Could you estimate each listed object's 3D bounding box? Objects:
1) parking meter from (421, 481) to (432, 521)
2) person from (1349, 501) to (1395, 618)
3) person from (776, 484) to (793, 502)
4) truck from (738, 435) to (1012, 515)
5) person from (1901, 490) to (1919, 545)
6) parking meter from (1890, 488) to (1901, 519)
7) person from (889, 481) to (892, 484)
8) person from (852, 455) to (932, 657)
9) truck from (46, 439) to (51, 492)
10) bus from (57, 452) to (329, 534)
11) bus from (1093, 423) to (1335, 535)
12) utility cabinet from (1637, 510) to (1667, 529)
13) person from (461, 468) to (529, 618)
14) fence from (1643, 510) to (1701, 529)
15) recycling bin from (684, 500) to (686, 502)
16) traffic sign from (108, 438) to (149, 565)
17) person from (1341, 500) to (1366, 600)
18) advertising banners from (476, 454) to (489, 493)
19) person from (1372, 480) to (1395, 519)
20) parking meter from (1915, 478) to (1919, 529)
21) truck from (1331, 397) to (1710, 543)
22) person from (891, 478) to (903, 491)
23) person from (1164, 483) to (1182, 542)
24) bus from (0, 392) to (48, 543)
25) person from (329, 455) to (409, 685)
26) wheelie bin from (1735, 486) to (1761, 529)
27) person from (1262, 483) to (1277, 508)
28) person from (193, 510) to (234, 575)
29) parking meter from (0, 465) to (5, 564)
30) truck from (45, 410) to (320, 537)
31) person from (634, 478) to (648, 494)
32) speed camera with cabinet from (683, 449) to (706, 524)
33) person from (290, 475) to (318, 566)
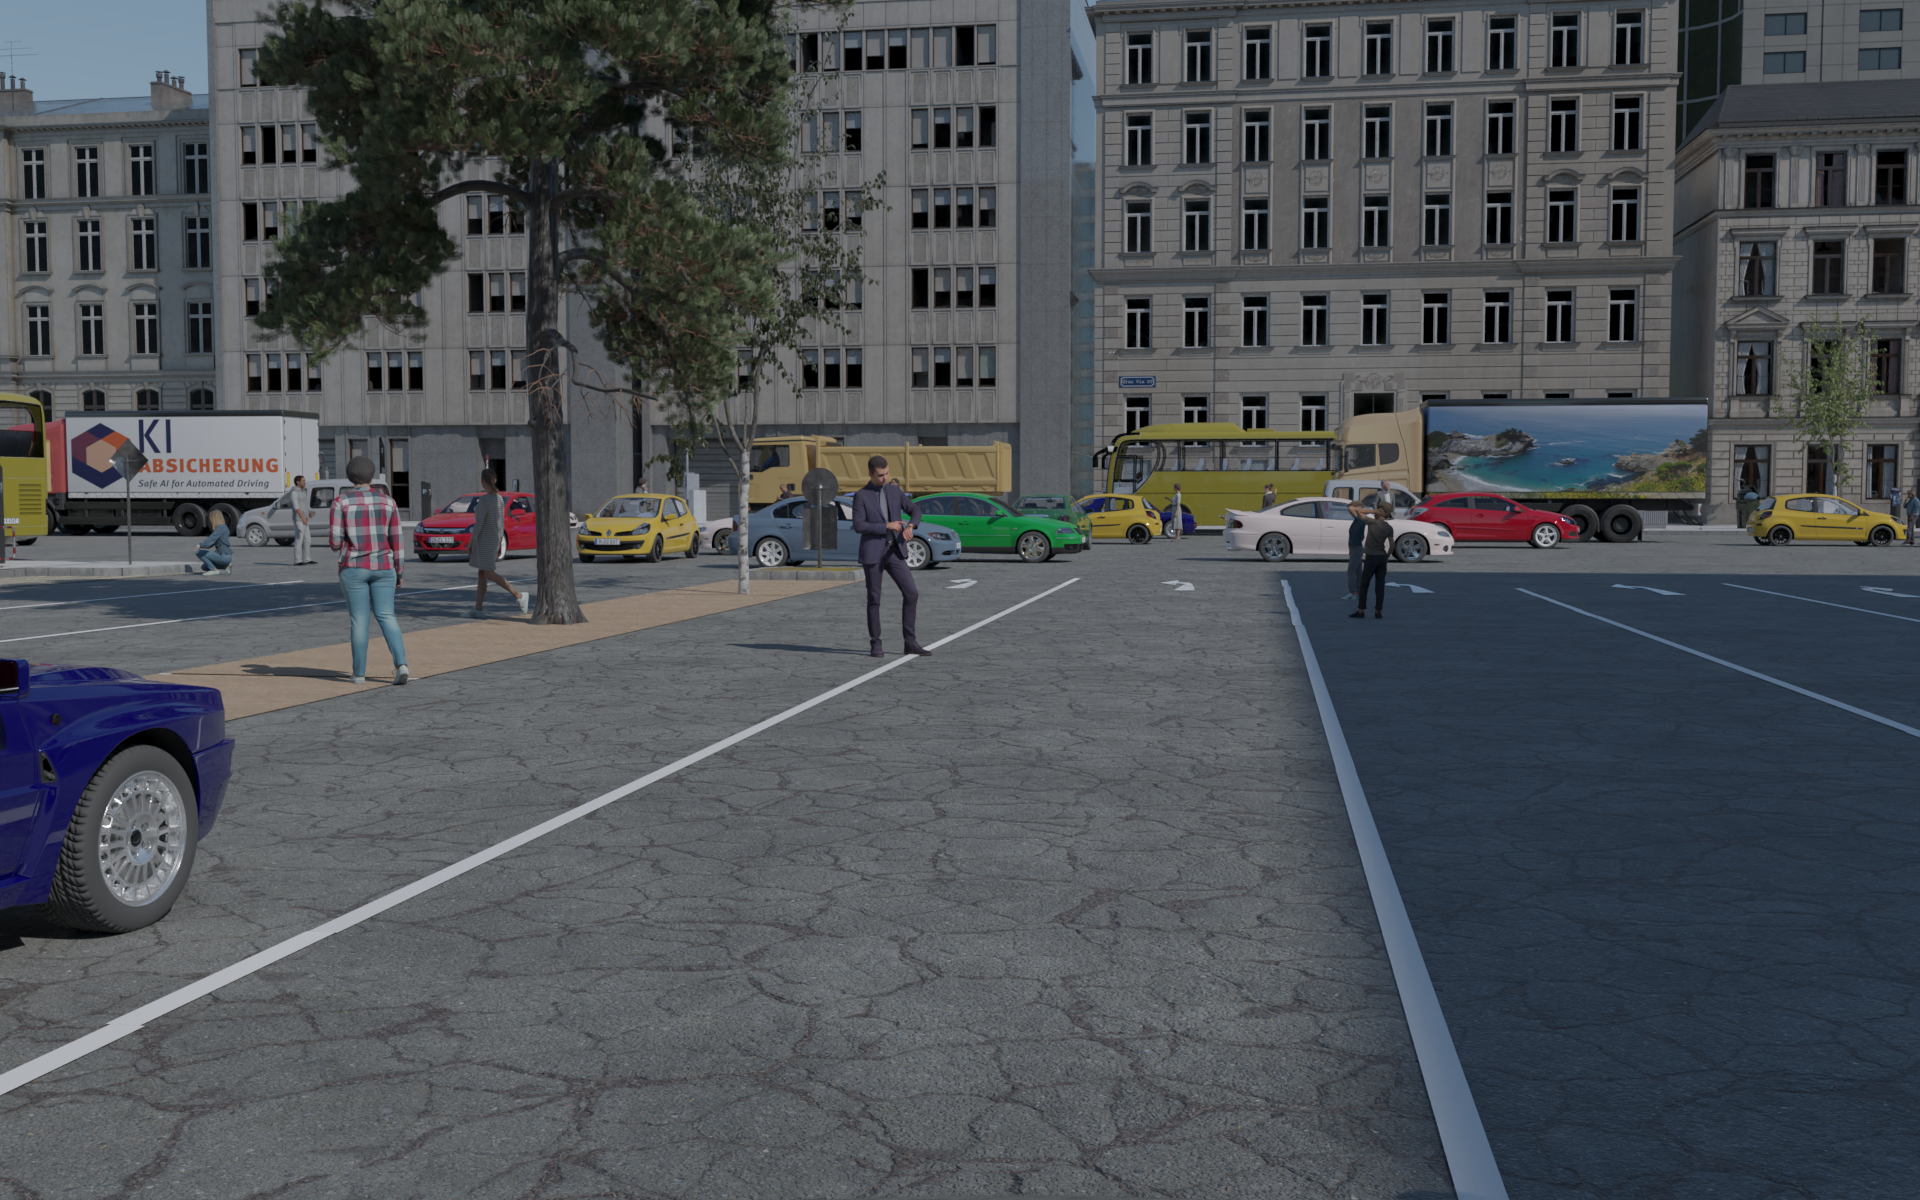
[{"bbox_3d":[-23.829,-4.382,77.350,0.399,1.863,0.255,1,4,10],"label":"parking meter"},{"bbox_3d":[4.766,-0.466,20.030,0.435,1.345,0.340,-1,4,-14],"label":"person"},{"bbox_3d":[-5.263,-2.617,51.983,0.565,1.739,0.600,2,4,24],"label":"person"},{"bbox_3d":[-3.279,-3.782,57.765,9.791,3.379,3.469,1,4,9],"label":"truck"},{"bbox_3d":[26.532,-2.299,48.308,0.429,1.552,0.499,2,4,33],"label":"person"},{"bbox_3d":[37.394,-3.720,69.228,0.372,1.533,0.369,0,3,0],"label":"parking meter"},{"bbox_3d":[-2.119,-2.823,54.518,0.709,1.838,0.599,-3,4,-39],"label":"person"},{"bbox_3d":[-0.582,-0.383,15.206,0.683,1.767,0.568,-2,4,-30],"label":"person"},{"bbox_3d":[-33.204,-3.520,53.479,9.791,3.379,3.469,1,4,10],"label":"truck"},{"bbox_3d":[-28.871,-4.166,62.981,13.247,3.499,2.948,1,4,10],"label":"bus"},{"bbox_3d":[10.851,-4.187,60.002,12.252,3.916,2.896,1,4,11],"label":"bus"},{"bbox_3d":[25.781,-3.262,64.488,1.020,1.237,0.306,2,4,30],"label":"utility cabinet"},{"bbox_3d":[-5.412,-0.663,20.088,0.760,1.731,0.466,-1,4,-19],"label":"person"},{"bbox_3d":[25.949,-2.921,63.126,2.069,0.683,0.278,1,4,14],"label":"fence"},{"bbox_3d":[-17.122,-5.920,109.338,0.722,1.027,0.722,0,4,-3],"label":"recycling bin"},{"bbox_3d":[-15.032,-1.693,31.320,0.795,2.450,0.064,1,4,10],"label":"traffic sign"},{"bbox_3d":[5.350,-0.682,23.560,0.340,1.345,0.435,0,4,8],"label":"person"},{"bbox_3d":[-20.731,-4.839,75.305,0.090,3.025,2.074,0,4,0],"label":"advertising banners"},{"bbox_3d":[10.226,-1.992,41.473,0.661,1.777,0.834,-2,4,-29],"label":"person"},{"bbox_3d":[35.884,-3.599,64.550,0.399,1.863,0.255,0,4,-4],"label":"parking meter"},{"bbox_3d":[16.231,-3.863,52.071,11.283,4.237,2.839,1,4,9],"label":"truck"},{"bbox_3d":[-1.496,-2.174,43.887,0.795,1.843,0.661,-1,4,-9],"label":"person"},{"bbox_3d":[6.428,-2.633,52.112,0.524,1.755,0.480,0,4,-2],"label":"person"},{"bbox_3d":[-25.778,-2.777,36.957,12.252,3.916,2.896,1,4,10],"label":"bus"},{"bbox_3d":[-4.443,-0.224,13.004,0.563,1.720,0.643,-2,4,-35],"label":"person"},{"bbox_3d":[29.157,-3.436,64.091,0.693,1.594,0.980,-1,4,-20],"label":"wheelie bin"},{"bbox_3d":[8.232,-2.261,46.275,0.445,1.727,0.742,1,4,19],"label":"person"},{"bbox_3d":[-13.246,-1.013,30.561,0.738,1.151,1.012,-1,4,-8],"label":"person"},{"bbox_3d":[-17.793,-1.603,31.922,0.255,1.863,0.399,-1,4,-19],"label":"parking meter"},{"bbox_3d":[-27.800,-4.312,59.416,11.283,4.237,2.839,0,4,8],"label":"truck"},{"bbox_3d":[-8.094,-2.201,44.296,0.447,1.846,0.655,-1,4,-10],"label":"person"},{"bbox_3d":[-11.347,-4.880,74.127,0.660,3.252,2.038,-1,4,-20],"label":"speed camera with cabinet"},{"bbox_3d":[-13.104,-1.587,34.588,0.789,1.805,0.875,0,4,2],"label":"person"}]
